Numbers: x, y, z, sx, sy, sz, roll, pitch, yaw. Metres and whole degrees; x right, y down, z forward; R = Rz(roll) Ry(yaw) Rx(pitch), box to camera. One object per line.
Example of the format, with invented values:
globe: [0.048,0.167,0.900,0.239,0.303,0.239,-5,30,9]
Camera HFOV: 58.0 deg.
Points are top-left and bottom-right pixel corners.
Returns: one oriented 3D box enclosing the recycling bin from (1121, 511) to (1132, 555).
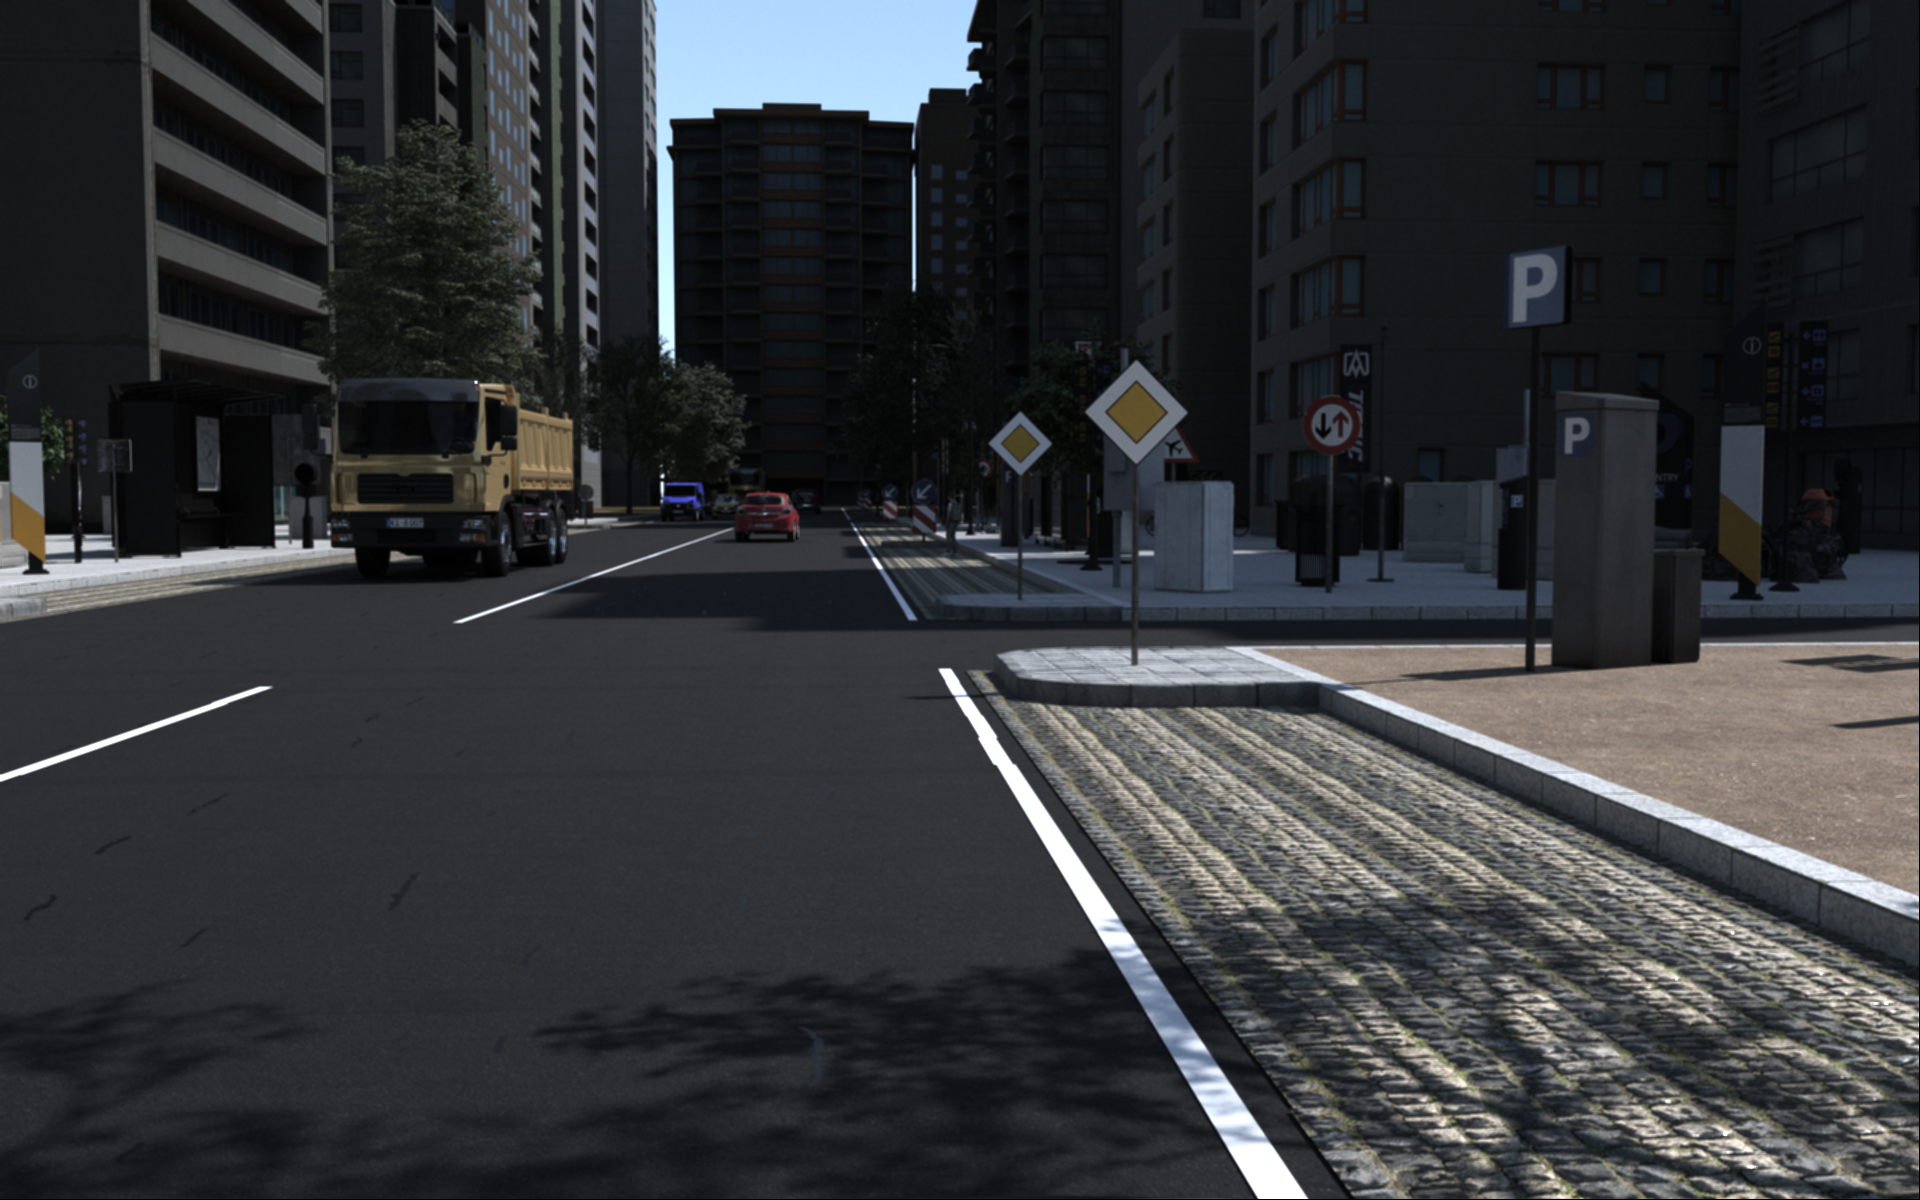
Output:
recycling bin: [3.416,-1.487,36.860,0.722,1.027,0.722,0,4,2]

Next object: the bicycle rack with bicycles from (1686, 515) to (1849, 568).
bicycle rack with bicycles: [14.429,-1.055,30.639,2.925,0.926,2.852,-1,4,-13]

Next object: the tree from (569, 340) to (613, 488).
tree: [-18.865,-8.040,81.821,4.360,8.622,3.978,0,3,0]

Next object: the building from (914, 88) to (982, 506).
building: [2.344,-33.330,195.055,14.200,45.320,14.600,0,4,-4]

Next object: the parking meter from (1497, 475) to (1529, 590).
parking meter: [7.428,-0.909,23.270,0.372,1.533,0.369,0,3,0]

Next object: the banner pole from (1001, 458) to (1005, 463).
banner pole: [1.873,-5.070,72.905,0.401,3.779,0.863,-1,4,-22]

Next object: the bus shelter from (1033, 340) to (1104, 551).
bus shelter: [2.838,-3.996,42.971,2.179,5.291,8.768,0,4,-4]

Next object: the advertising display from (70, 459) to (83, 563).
advertising display: [-16.555,-1.668,32.481,0.123,1.923,0.974,-1,4,-23]

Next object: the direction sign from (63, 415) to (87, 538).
direction sign: [-25.694,-3.570,50.372,0.379,3.537,0.876,1,4,12]

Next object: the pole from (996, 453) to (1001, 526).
pole: [1.580,-4.679,70.342,0.158,3.312,0.155,0,3,0]

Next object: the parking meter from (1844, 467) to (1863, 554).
parking meter: [19.142,-1.921,37.126,0.255,1.863,0.399,3,5,44]

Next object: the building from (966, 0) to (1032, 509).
building: [12.026,-30.282,149.731,22.147,44.769,28.867,0,4,-4]

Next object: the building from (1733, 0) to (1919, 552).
building: [27.347,-21.650,37.568,14.086,41.232,14.154,0,4,-4]

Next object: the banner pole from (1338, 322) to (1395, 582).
banner pole: [5.963,-2.165,25.414,0.863,3.779,0.401,1,4,12]

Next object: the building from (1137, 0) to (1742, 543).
building: [22.374,-13.158,60.172,27.650,21.520,28.899,0,4,-4]

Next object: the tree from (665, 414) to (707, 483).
tree: [-24.952,-12.571,155.893,4.360,8.622,3.978,0,3,0]

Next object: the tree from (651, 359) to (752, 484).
tree: [-24.841,-15.734,163.903,9.857,13.997,8.962,0,3,0]

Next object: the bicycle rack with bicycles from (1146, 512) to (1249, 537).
bicycle rack with bicycles: [7.413,-2.415,52.874,2.925,0.926,2.852,2,4,24]

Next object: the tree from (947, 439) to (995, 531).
tree: [0.443,-4.026,60.430,1.663,3.219,1.824,0,3,0]

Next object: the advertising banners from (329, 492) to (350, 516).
advertising banners: [-23.661,-4.332,67.017,0.090,3.025,2.074,1,4,21]

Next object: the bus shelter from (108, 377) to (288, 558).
bus shelter: [-16.468,-2.847,37.824,1.731,3.624,6.357,0,4,-4]

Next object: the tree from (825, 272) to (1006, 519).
tree: [-2.211,-10.558,89.631,9.611,12.733,9.660,0,3,0]

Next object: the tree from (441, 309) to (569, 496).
tree: [-17.991,-7.088,66.253,4.360,8.622,3.978,0,3,0]

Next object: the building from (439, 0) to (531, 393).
building: [-36.875,-28.413,114.671,14.600,45.320,14.200,0,4,-4]

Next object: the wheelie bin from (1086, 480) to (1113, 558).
wheelie bin: [2.929,-1.657,34.995,0.693,1.594,0.980,1,4,9]

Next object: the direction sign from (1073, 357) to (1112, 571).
direction sign: [2.214,-2.270,29.119,0.379,3.537,0.876,-3,5,-41]

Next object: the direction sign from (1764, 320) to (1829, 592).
direction sign: [10.929,-1.887,22.857,0.876,3.537,0.379,2,4,35]

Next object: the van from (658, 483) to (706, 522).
van: [-14.644,-5.337,91.636,2.240,2.365,5.245,0,4,-3]

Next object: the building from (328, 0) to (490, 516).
building: [-35.769,-20.115,100.588,14.160,30.474,14.107,0,4,-4]

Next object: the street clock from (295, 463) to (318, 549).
street clock: [-15.365,-2.214,40.761,0.471,2.002,0.358,0,4,4]

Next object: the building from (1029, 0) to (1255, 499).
building: [11.040,-20.559,107.840,14.160,30.474,14.107,0,4,-4]

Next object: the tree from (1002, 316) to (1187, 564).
tree: [2.490,-2.965,32.194,4.285,4.588,4.351,0,3,0]

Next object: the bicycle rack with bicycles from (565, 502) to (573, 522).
bicycle rack with bicycles: [-19.173,-4.080,80.088,2.852,0.926,2.925,-1,4,-18]

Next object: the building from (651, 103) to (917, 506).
building: [-19.623,-33.176,197.053,28.867,44.769,22.147,0,4,-4]

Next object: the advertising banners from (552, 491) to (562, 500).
advertising banners: [-17.762,-4.921,76.643,0.090,3.025,2.074,0,4,0]

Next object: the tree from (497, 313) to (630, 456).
tree: [-20.625,-9.511,89.911,7.601,10.594,8.767,0,4,6]

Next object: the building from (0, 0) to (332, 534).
building: [-37.274,-26.921,63.858,21.300,48.544,21.600,0,4,-4]

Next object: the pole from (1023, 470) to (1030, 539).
pole: [1.910,-3.415,49.672,0.158,3.312,0.155,0,3,0]

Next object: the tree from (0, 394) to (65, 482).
tree: [-28.864,-4.225,52.788,4.285,4.588,4.351,0,3,0]

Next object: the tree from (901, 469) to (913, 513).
tree: [-3.104,-7.631,119.366,1.663,3.219,1.824,0,3,0]

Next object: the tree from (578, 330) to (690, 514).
tree: [-20.851,-11.230,109.372,9.928,11.665,9.643,0,3,0]

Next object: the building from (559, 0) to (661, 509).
building: [-48.236,-39.857,193.655,28.212,58.520,21.231,0,4,-4]

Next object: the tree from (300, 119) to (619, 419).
tree: [-16.055,-8.240,52.858,7.486,12.596,7.792,0,3,0]

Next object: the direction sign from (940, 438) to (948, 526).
direction sign: [-0.615,-4.771,69.996,0.379,3.537,0.876,1,4,17]

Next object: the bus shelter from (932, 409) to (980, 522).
bus shelter: [-0.090,-6.223,79.374,2.179,5.291,8.768,0,4,-4]

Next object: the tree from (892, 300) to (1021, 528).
tree: [0.516,-6.993,64.694,4.360,8.622,3.978,0,3,0]

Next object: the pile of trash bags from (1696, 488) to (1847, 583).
pile of trash bags: [12.598,-1.024,26.488,1.912,1.369,3.447,3,5,44]

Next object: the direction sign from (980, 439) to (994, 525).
direction sign: [1.111,-4.831,70.987,0.379,3.537,0.876,3,5,41]

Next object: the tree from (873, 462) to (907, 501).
tree: [-6.268,-10.526,155.806,4.285,4.588,4.351,0,3,0]

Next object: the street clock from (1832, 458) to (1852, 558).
street clock: [17.749,-1.853,34.871,0.358,2.002,0.471,3,4,38]

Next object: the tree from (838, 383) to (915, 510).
tree: [-6.125,-13.234,142.131,9.928,11.665,9.643,0,3,0]

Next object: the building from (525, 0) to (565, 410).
building: [-37.646,-27.235,128.893,14.154,41.232,14.086,0,4,-4]

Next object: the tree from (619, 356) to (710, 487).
tree: [-24.612,-13.714,142.357,7.486,12.596,7.792,0,3,0]

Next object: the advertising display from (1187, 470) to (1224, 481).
advertising display: [6.648,-2.552,46.940,0.974,1.923,0.123,1,4,12]

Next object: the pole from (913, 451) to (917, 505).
pole: [-2.162,-5.448,82.919,0.158,3.312,0.155,0,3,0]
